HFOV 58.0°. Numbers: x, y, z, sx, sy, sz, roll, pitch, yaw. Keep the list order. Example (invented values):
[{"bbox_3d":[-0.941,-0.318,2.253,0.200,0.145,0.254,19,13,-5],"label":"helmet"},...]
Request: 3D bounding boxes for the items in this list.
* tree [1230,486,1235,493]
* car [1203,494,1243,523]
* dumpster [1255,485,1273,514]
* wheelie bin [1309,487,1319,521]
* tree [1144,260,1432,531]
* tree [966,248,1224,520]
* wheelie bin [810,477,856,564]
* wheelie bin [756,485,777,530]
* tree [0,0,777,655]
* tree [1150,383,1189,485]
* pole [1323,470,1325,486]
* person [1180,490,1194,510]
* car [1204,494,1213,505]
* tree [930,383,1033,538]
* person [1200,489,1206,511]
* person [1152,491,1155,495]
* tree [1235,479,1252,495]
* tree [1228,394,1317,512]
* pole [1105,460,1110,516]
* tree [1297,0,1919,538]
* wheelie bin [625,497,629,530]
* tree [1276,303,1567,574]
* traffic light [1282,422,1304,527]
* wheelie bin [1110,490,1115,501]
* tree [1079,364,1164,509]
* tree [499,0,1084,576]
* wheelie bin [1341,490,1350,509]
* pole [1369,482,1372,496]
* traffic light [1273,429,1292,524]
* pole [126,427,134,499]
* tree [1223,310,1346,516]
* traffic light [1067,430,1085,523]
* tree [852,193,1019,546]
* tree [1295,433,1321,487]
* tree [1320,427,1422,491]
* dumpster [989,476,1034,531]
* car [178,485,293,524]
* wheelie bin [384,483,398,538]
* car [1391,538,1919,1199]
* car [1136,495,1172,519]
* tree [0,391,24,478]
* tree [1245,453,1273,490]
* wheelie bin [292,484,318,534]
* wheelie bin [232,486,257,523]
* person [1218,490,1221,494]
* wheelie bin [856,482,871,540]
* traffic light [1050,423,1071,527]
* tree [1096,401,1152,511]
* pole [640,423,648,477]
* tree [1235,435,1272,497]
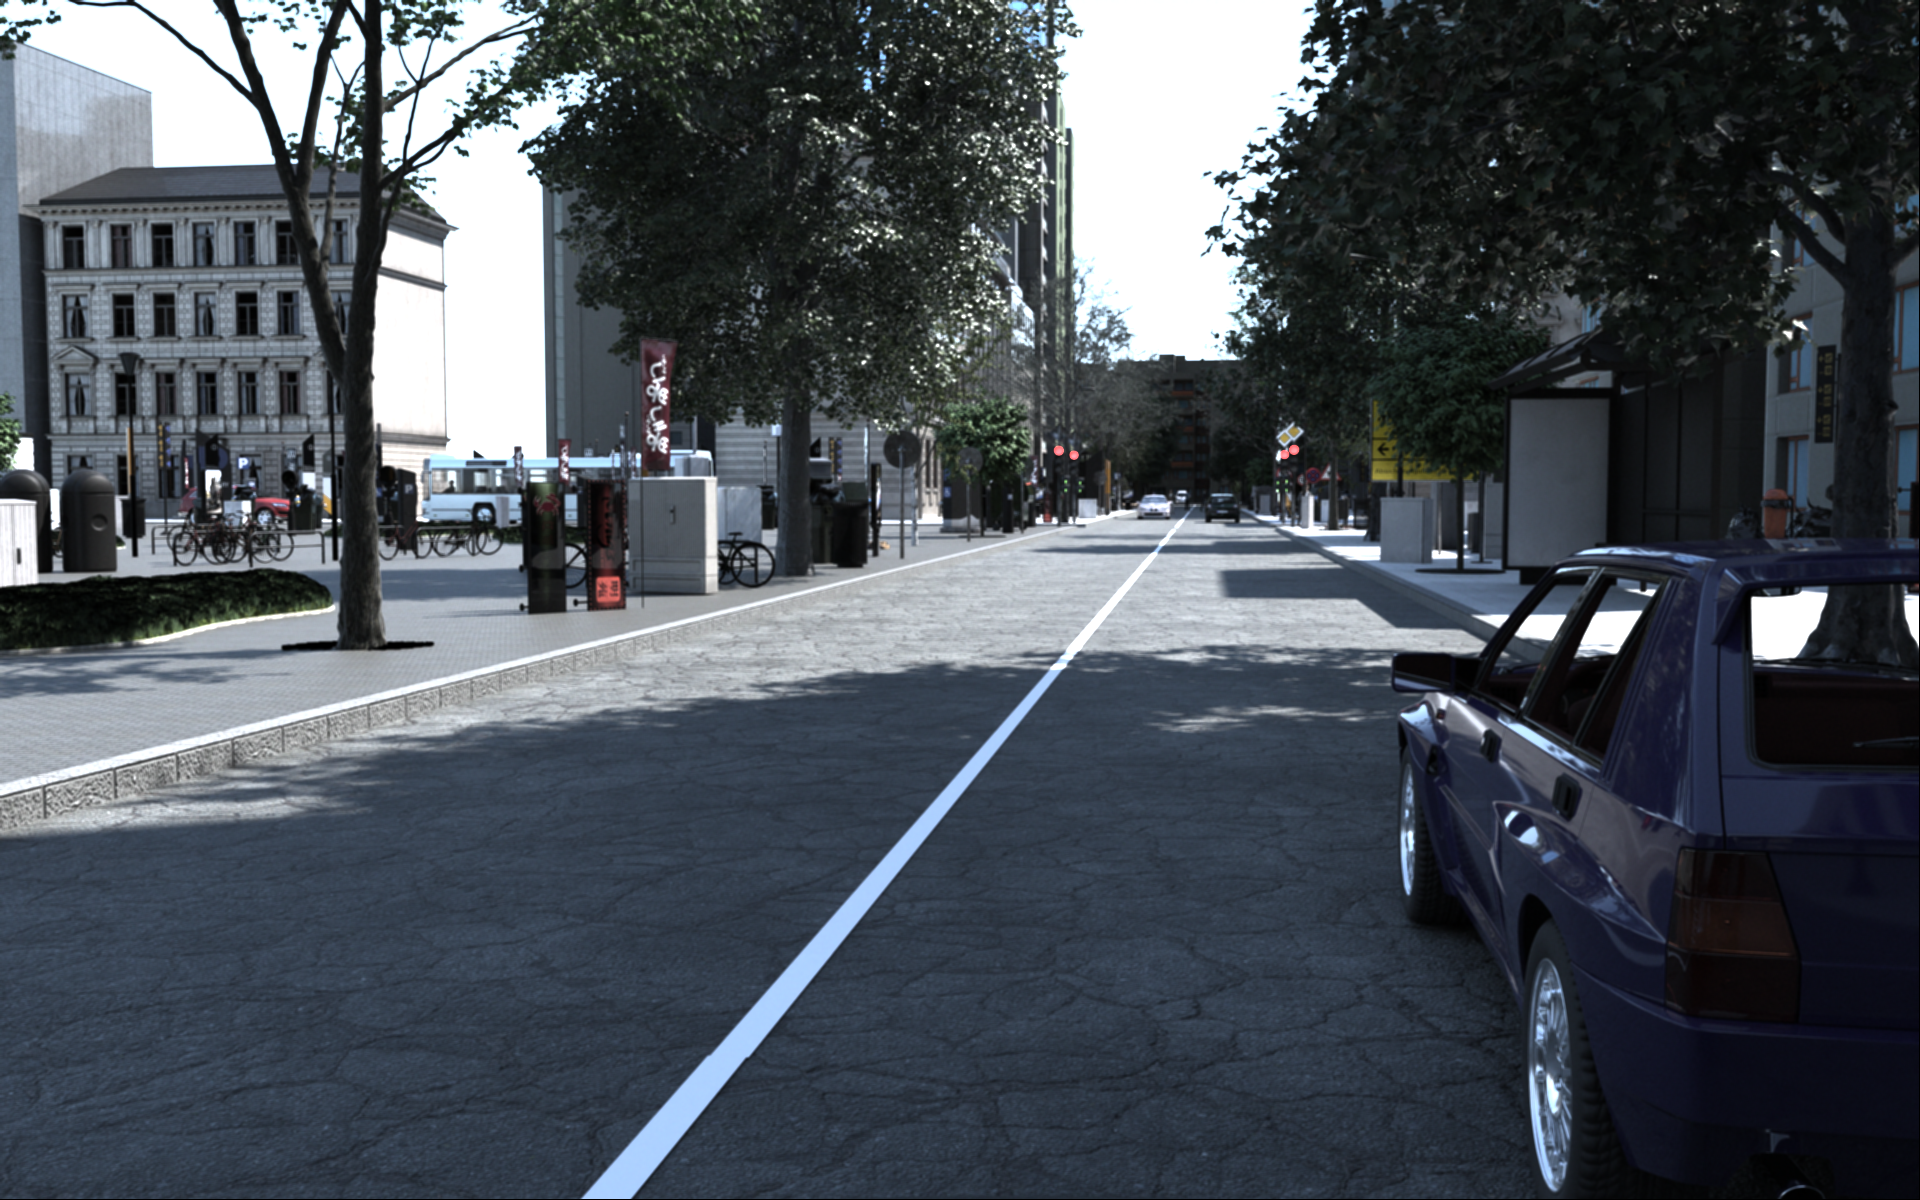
[{"bbox_3d":[34.124,-13.426,214.120,1.663,3.219,1.824,0,3,0],"label":"tree"},{"bbox_3d":[13.321,-4.766,87.715,2.009,1.686,4.222,1,4,9],"label":"car"},{"bbox_3d":[19.679,-6.478,111.678,1.264,1.857,1.865,0,4,8],"label":"dumpster"},{"bbox_3d":[16.812,-4.539,82.114,0.693,1.594,0.980,-2,4,-24],"label":"wheelie bin"},{"bbox_3d":[12.882,-8.225,60.236,9.928,11.665,9.643,0,3,0],"label":"tree"},{"bbox_3d":[5.413,-10.736,85.904,12.009,13.543,11.850,0,3,0],"label":"tree"},{"bbox_3d":[-2.558,-1.483,32.149,0.693,1.594,0.980,2,4,35],"label":"wheelie bin"},{"bbox_3d":[-7.011,-3.345,62.606,0.980,1.594,0.693,-2,4,-26],"label":"wheelie bin"},{"bbox_3d":[-5.078,-5.392,13.922,9.928,11.665,9.643,0,3,0],"label":"tree"},{"bbox_3d":[20.339,-17.469,192.267,9.857,13.997,8.962,0,3,0],"label":"tree"},{"bbox_3d":[30.727,-9.314,146.121,0.158,3.312,0.155,0,3,0],"label":"pole"},{"bbox_3d":[20.277,-8.942,154.691,1.348,1.826,0.705,-1,4,-17],"label":"person"},{"bbox_3d":[19.949,-7.466,133.866,2.131,1.459,4.920,0,4,8],"label":"car"},{"bbox_3d":[0.708,-4.162,51.770,4.285,4.588,4.351,0,3,0],"label":"tree"},{"bbox_3d":[20.128,-8.212,142.539,0.755,1.850,0.659,0,4,8],"label":"person"},{"bbox_3d":[25.778,-13.669,231.858,0.599,1.838,0.709,-1,4,-18],"label":"person"},{"bbox_3d":[24.448,-9.200,145.019,1.663,3.219,1.824,0,3,0],"label":"tree"},{"bbox_3d":[22.682,-11.569,123.563,7.601,10.594,8.767,0,4,7],"label":"tree"},{"bbox_3d":[9.181,-6.930,107.150,0.158,3.312,0.155,0,3,0],"label":"pole"},{"bbox_3d":[6.444,-5.826,12.255,9.611,12.733,9.660,0,3,0],"label":"tree"},{"bbox_3d":[-7.434,-2.003,40.662,0.693,1.594,0.980,0,4,7],"label":"wheelie bin"},{"bbox_3d":[8.286,-2.731,28.361,4.285,4.588,4.351,0,3,0],"label":"tree"},{"bbox_3d":[12.849,-4.766,66.842,0.839,4.253,0.868,0,4,8],"label":"traffic light"},{"bbox_3d":[11.401,-7.626,132.595,0.693,1.594,0.980,3,5,39],"label":"wheelie bin"},{"bbox_3d":[14.149,-14.113,148.877,7.486,12.596,7.792,0,3,0],"label":"tree"},{"bbox_3d":[-2.673,-7.365,27.073,9.857,13.997,8.962,0,3,0],"label":"tree"},{"bbox_3d":[32.125,-8.361,144.614,0.693,1.594,0.980,-3,4,-38],"label":"wheelie bin"},{"bbox_3d":[28.183,-7.651,118.942,0.158,3.312,0.155,0,3,0],"label":"pole"},{"bbox_3d":[13.965,-5.249,74.749,0.839,4.253,0.868,0,4,8],"label":"traffic light"},{"bbox_3d":[-25.411,-3.624,53.098,0.158,3.312,0.155,0,3,0],"label":"pole"},{"bbox_3d":[18.500,-11.656,100.939,12.009,13.543,11.850,0,3,0],"label":"tree"},{"bbox_3d":[5.039,-5.325,75.988,0.839,4.253,0.868,0,4,8],"label":"traffic light"},{"bbox_3d":[-0.996,-5.638,42.542,4.737,8.622,4.395,0,3,0],"label":"tree"},{"bbox_3d":[24.783,-10.030,114.346,4.737,8.622,4.395,0,3,0],"label":"tree"},{"bbox_3d":[22.074,-8.703,92.650,4.737,8.622,4.395,0,3,0],"label":"tree"},{"bbox_3d":[1.785,-3.601,61.363,1.502,2.255,1.985,0,4,8],"label":"dumpster"},{"bbox_3d":[-31.879,-4.167,76.811,5.304,1.827,2.281,0,4,7],"label":"car"},{"bbox_3d":[-15.748,-2.481,48.473,0.693,1.594,0.980,-2,4,-31],"label":"wheelie bin"},{"bbox_3d":[2.173,0.492,4.531,1.945,1.354,3.894,1,4,8],"label":"car"},{"bbox_3d":[11.186,-5.346,99.765,2.083,1.381,4.827,0,4,7],"label":"car"},{"bbox_3d":[-26.295,-3.784,45.576,4.285,4.588,4.351,0,3,0],"label":"tree"},{"bbox_3d":[23.203,-9.022,131.219,4.285,4.588,4.351,0,3,0],"label":"tree"},{"bbox_3d":[-20.895,-2.897,55.278,0.693,1.594,0.980,0,4,-6],"label":"wheelie bin"},{"bbox_3d":[-28.385,-3.723,68.783,0.693,1.594,0.980,2,4,34],"label":"wheelie bin"},{"bbox_3d":[24.462,-9.458,163.152,0.705,1.823,1.348,1,4,19],"label":"person"},{"bbox_3d":[-2.788,-2.267,44.981,0.980,1.594,0.693,-1,4,-20],"label":"wheelie bin"},{"bbox_3d":[3.924,-4.842,68.081,0.839,4.253,0.868,0,4,8],"label":"traffic light"},{"bbox_3d":[12.068,-10.890,128.419,4.360,8.622,3.978,0,3,0],"label":"tree"},{"bbox_3d":[-7.759,-2.981,42.585,0.158,3.312,0.155,0,3,0],"label":"pole"},{"bbox_3d":[27.997,-13.151,165.374,4.360,8.622,3.978,0,3,0],"label":"tree"}]
